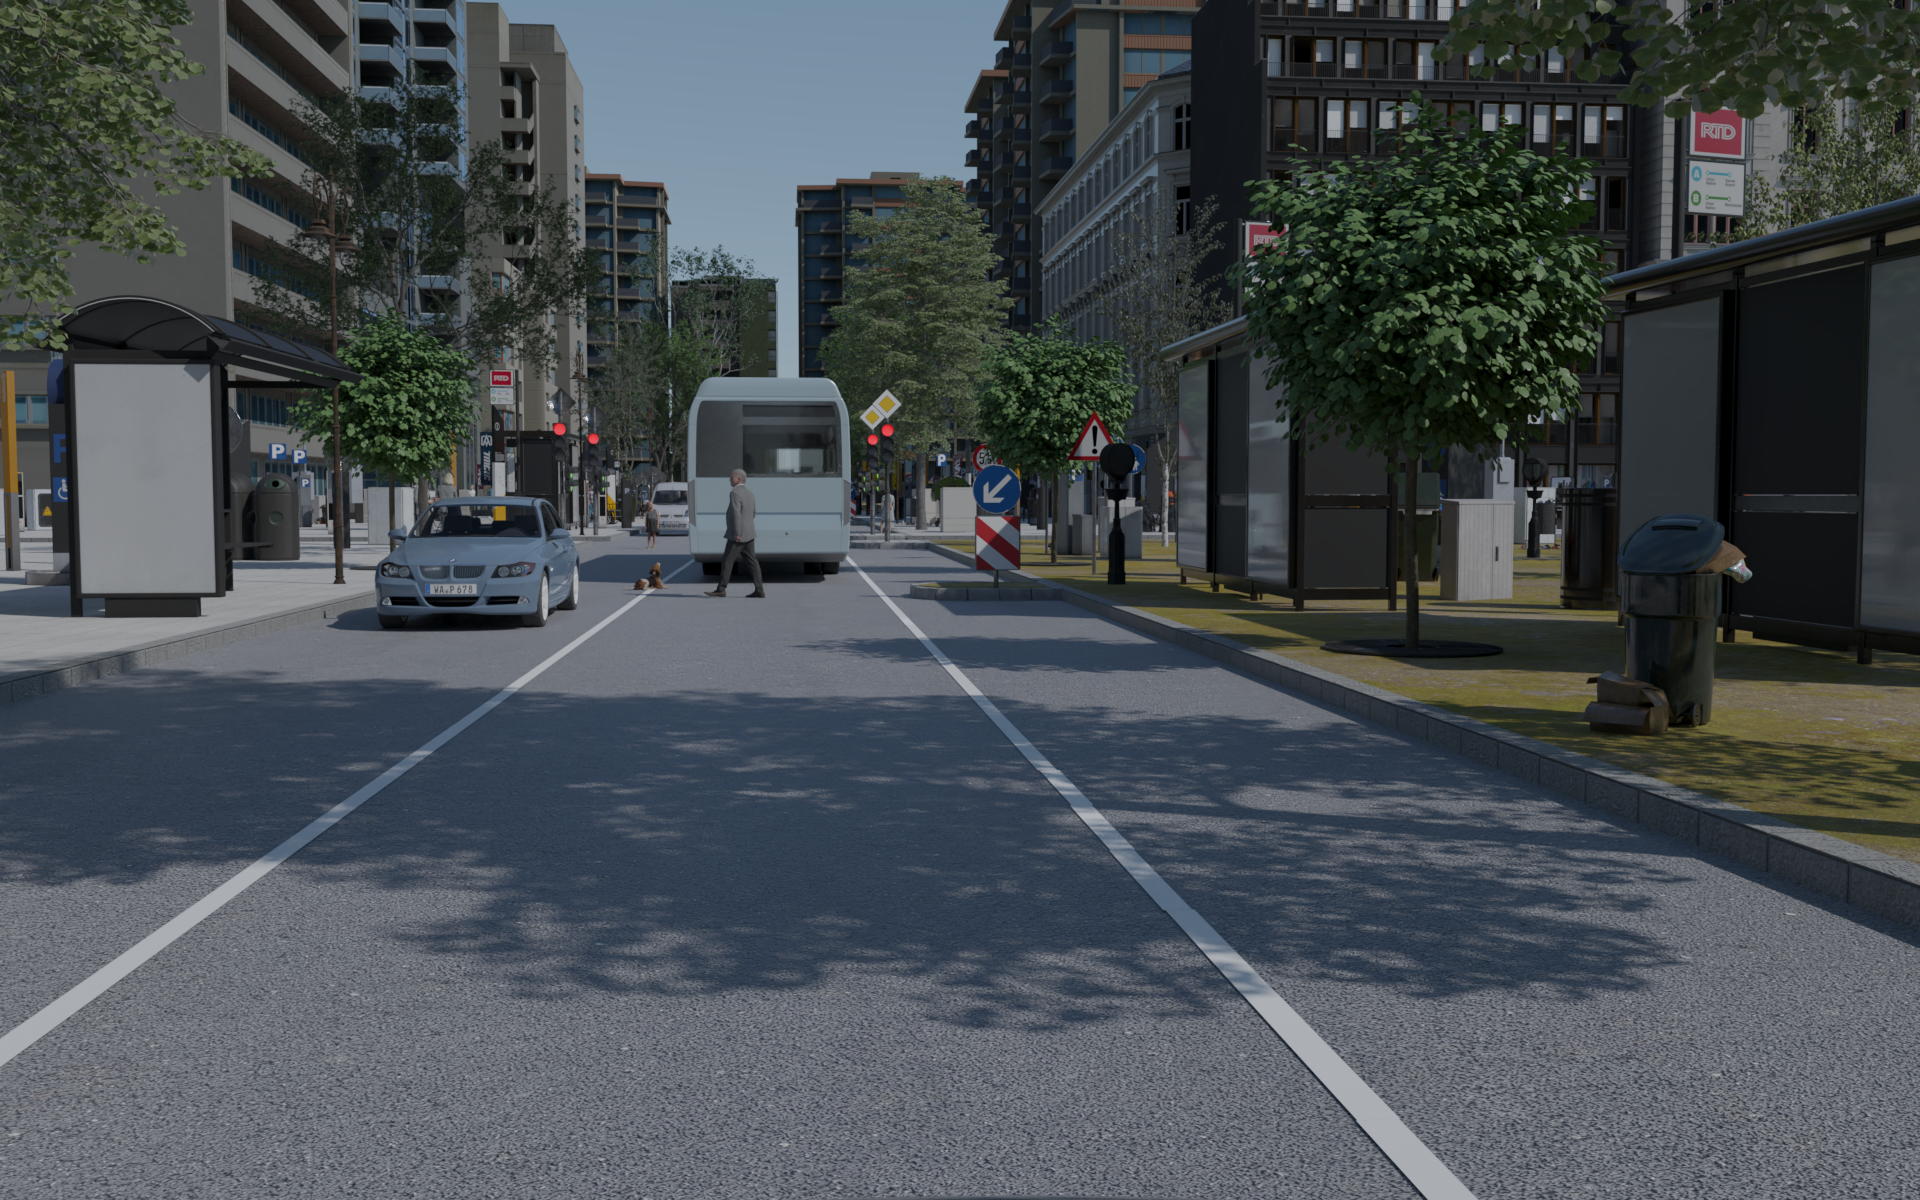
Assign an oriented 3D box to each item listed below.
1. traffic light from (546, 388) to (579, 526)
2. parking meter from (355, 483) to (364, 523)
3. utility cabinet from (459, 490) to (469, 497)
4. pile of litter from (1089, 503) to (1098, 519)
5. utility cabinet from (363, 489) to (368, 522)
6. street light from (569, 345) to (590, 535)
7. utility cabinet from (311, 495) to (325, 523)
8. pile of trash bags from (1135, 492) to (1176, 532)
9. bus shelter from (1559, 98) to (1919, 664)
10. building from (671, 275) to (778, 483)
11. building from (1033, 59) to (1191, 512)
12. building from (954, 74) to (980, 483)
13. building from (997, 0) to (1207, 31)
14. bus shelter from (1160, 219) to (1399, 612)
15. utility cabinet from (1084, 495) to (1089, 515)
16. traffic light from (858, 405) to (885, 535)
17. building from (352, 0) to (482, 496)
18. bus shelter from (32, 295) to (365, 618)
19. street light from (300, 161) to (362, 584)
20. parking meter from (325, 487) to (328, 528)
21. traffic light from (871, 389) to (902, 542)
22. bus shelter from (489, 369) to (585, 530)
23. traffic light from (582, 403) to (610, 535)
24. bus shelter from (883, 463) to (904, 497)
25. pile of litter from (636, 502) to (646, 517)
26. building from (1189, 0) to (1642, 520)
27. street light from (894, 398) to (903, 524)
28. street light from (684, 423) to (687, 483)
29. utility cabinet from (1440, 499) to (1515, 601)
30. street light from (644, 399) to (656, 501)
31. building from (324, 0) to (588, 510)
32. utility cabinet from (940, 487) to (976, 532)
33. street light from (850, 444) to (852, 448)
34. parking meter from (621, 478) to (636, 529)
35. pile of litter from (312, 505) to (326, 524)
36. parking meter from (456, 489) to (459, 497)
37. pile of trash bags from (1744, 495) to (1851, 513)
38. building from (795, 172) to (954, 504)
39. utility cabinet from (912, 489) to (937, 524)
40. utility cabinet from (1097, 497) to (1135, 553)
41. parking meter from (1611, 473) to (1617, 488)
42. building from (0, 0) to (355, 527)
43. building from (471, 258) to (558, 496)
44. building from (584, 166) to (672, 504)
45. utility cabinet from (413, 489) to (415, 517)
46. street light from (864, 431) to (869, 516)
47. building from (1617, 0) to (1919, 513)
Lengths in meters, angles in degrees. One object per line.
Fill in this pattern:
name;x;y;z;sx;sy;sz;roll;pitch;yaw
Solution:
traffic light;-10.496;-3.473;45.703;0.839;4.253;0.868;0;4;-6
parking meter;-26.374;-4.302;76.055;0.399;1.863;0.255;-1;4;-17
utility cabinet;-26.326;-5.016;90.696;1.173;1.500;0.318;-1;4;-9
pile of litter;7.034;-4.583;88.898;1.719;0.858;1.176;3;5;44
utility cabinet;-26.088;-4.200;77.349;1.173;1.500;0.318;0;4;-6
street light;-11.795;-4.958;53.858;0.468;5.910;1.993;0;4;-6
utility cabinet;-28.671;-3.998;76.522;1.020;1.237;0.306;1;4;16
pile of trash bags;6.848;-3.030;59.298;1.912;1.369;3.447;1;4;18
bus shelter;7.337;-2.305;15.325;2.179;5.291;8.768;0;4;-6
building;-31.406;-28.148;231.915;14.107;30.474;14.160;0;4;-6
building;16.157;-20.384;109.698;17.030;29.872;44.131;0;4;-6
building;12.016;-32.068;178.940;22.147;44.769;28.867;0;4;-6
building;14.553;-30.272;149.571;22.147;44.769;28.867;0;4;-6
bus shelter;4.051;-2.776;23.025;2.179;5.291;8.768;0;4;-5
utility cabinet;6.229;-4.857;90.572;1.020;1.237;0.306;2;4;32
traffic light;-2.773;-4.012;54.512;0.839;4.253;0.868;0;4;-6
building;-42.697;-48.666;108.362;22.319;86.520;31.000;0;4;-6
bus shelter;-8.706;-1.620;20.407;2.014;3.302;5.546;0;4;-6
street light;-8.854;-3.165;24.538;0.468;5.910;1.993;0;4;-6
parking meter;-23.989;-3.523;66.014;0.372;1.533;0.369;0;3;0
traffic light;-1.979;-3.526;46.567;0.839;4.253;0.868;0;4;-6
bus shelter;-14.279;-4.945;58.482;2.179;5.291;8.768;0;4;-6
traffic light;-11.290;-3.959;53.648;0.839;4.253;0.868;0;4;-6
bus shelter;-4.943;-8.254;126.241;1.731;3.624;6.357;0;4;-6
pile of litter;-18.656;-5.190;98.820;1.719;0.858;1.176;3;5;45
building;19.263;-15.074;76.134;15.834;23.373;12.332;0;4;-6
street light;-2.711;-6.237;74.755;0.468;5.910;1.993;0;4;-6
street light;-17.173;-8.293;108.377;0.468;5.910;1.993;0;4;-6
utility cabinet;6.324;-0.611;21.157;1.020;1.237;0.306;-2;4;-33
street light;-14.598;-6.655;81.599;0.468;5.910;1.993;0;4;-6
building;-49.962;-33.792;176.199;21.600;48.544;21.300;0;4;-6
utility cabinet;-0.060;-3.012;57.922;1.173;1.500;0.318;-1;4;-19
street light;-8.202;-9.551;128.939;0.468;5.910;1.993;0;4;-6
parking meter;-12.431;-3.602;64.607;0.399;1.863;0.255;-2;4;-23
pile of litter;-26.991;-3.664;73.875;1.719;0.858;1.176;0;4;8
parking meter;-26.193;-4.987;89.953;0.372;1.533;0.369;0;3;0
pile of trash bags;18.257;-1.734;38.095;3.447;1.369;1.912;3;5;40
building;-9.688;-35.687;238.105;28.867;44.769;22.147;0;4;-6
utility cabinet;-1.480;-3.928;72.910;1.173;1.500;0.318;-3;5;-40
utility cabinet;3.448;-1.648;38.111;0.306;1.237;1.020;3;5;41
parking meter;18.035;-2.562;47.593;0.255;1.863;0.399;1;4;9
building;-40.000;-27.626;75.384;21.300;48.544;21.600;0;4;-6
building;-48.536;-18.049;140.141;27.650;21.520;28.899;0;4;-6
building;-53.746;-35.402;233.440;28.867;44.769;22.147;0;4;-6
utility cabinet;-22.458;-3.717;69.457;1.173;1.500;0.318;-1;4;-16
street light;-5.494;-7.918;102.247;0.468;5.910;1.993;0;4;-6
building;38.924;-17.749;77.579;23.554;28.519;14.401;0;4;-6
